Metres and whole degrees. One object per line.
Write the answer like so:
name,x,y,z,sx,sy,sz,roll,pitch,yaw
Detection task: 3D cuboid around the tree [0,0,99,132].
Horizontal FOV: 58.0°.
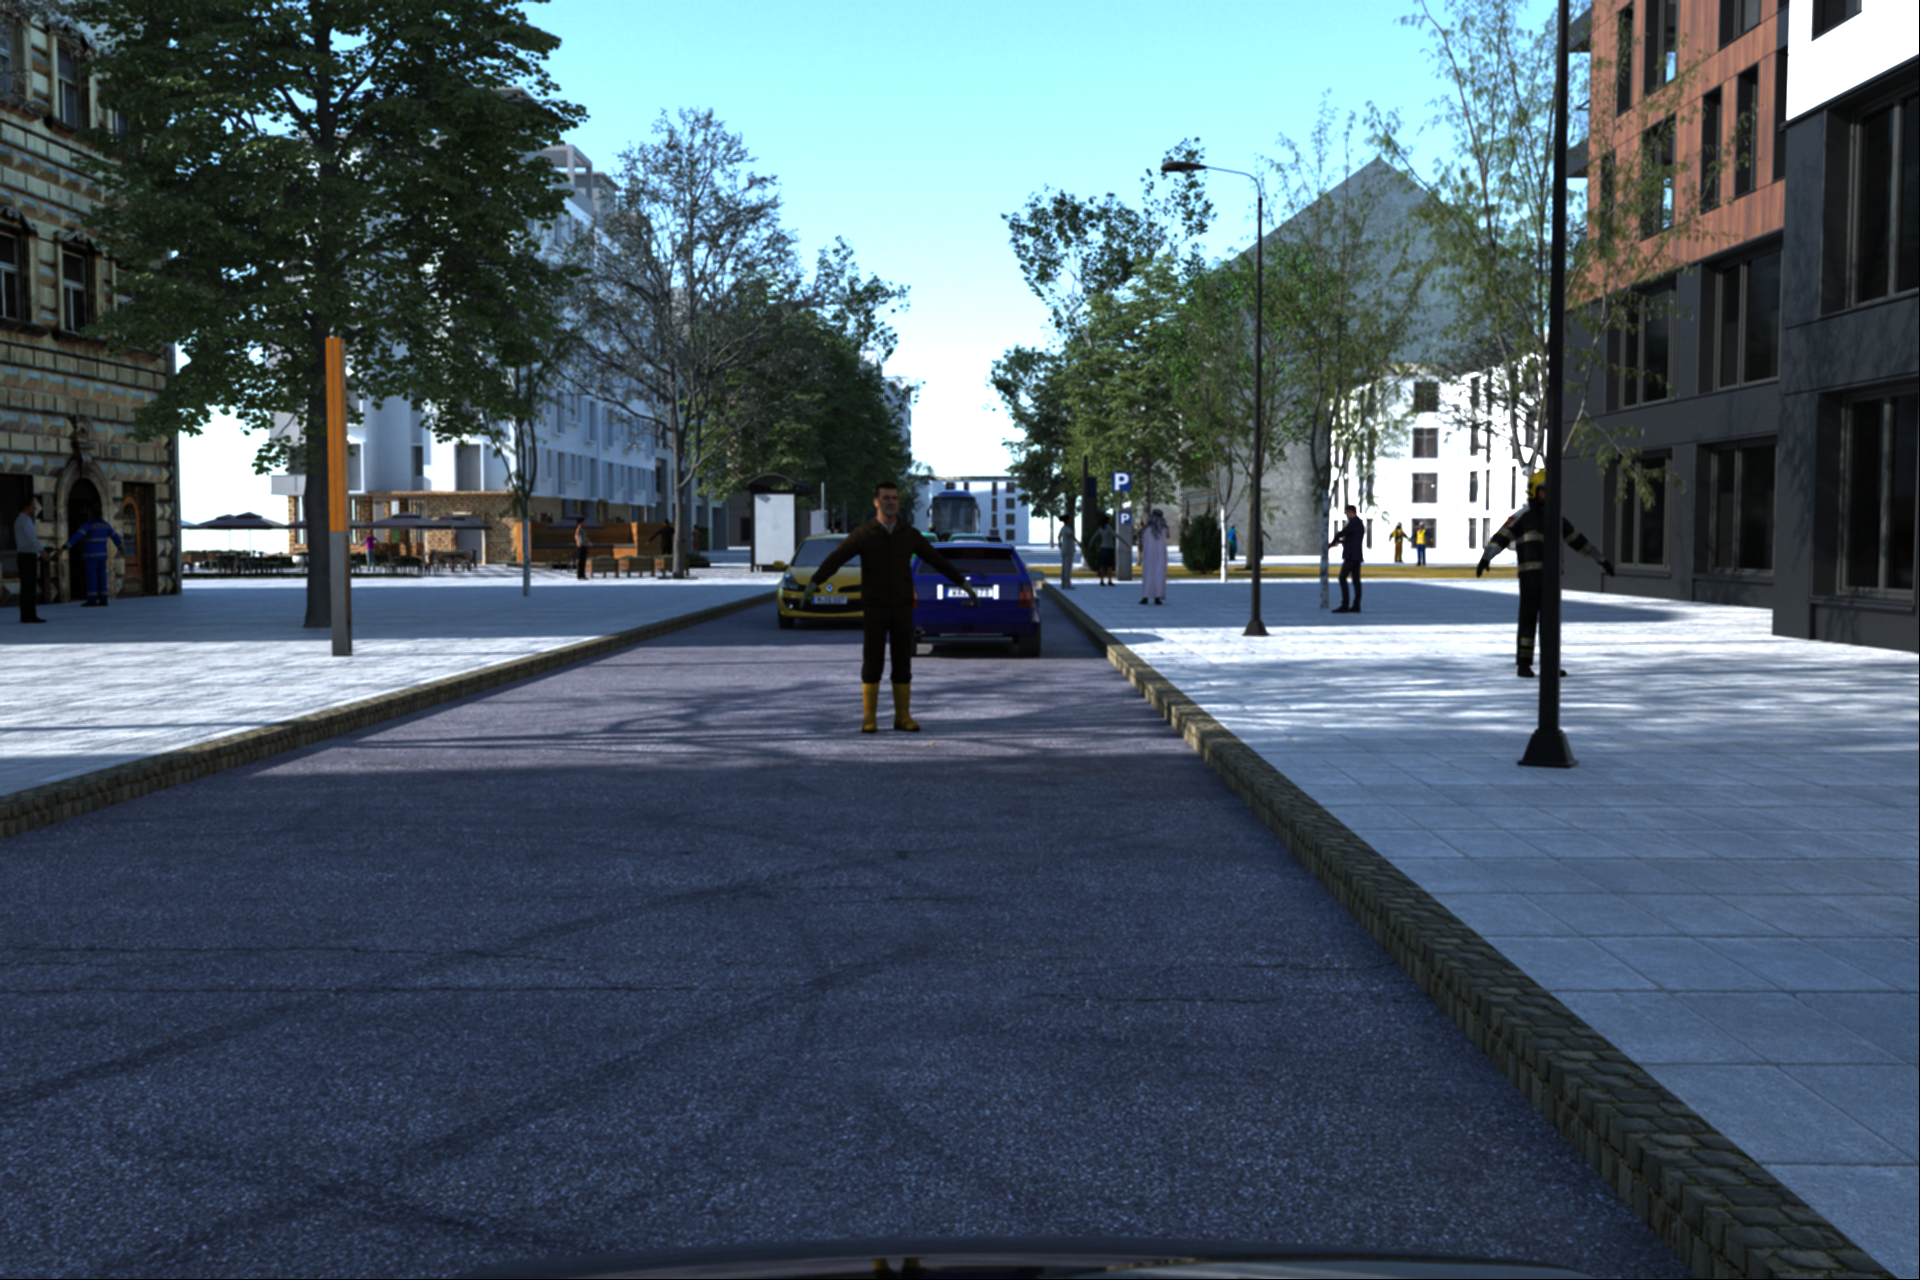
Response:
tree,-8.984,-6.105,10.186,12.009,13.543,11.850,0,3,0

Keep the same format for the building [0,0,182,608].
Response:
building,-25.850,-11.996,27.068,19.493,23.208,18.063,0,4,1

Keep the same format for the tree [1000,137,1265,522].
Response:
tree,8.627,-13.882,82.863,12.611,20.169,13.585,0,3,0

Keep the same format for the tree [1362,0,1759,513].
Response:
tree,6.567,-4.253,19.900,4.360,8.622,3.978,0,3,0

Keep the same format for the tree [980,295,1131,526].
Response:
tree,7.922,-17.345,139.477,12.611,20.169,13.585,0,3,0

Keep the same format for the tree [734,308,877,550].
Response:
tree,-7.736,-10.269,86.017,7.486,12.596,7.792,0,3,0

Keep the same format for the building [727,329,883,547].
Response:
building,-23.154,-21.115,189.202,27.936,21.610,32.646,0,4,1

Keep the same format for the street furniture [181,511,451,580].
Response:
street furniture,-29.757,-2.719,49.491,27.439,1.986,14.083,1,4,8

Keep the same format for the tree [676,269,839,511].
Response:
tree,-8.737,-9.538,74.066,7.486,12.596,7.792,0,3,0

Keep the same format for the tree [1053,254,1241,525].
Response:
tree,7.640,-9.302,70.221,7.486,12.596,7.792,0,3,0

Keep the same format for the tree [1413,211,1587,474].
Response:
tree,22.250,-9.440,64.721,12.009,13.543,11.850,0,3,0

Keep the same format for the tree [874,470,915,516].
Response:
tree,-6.181,-12.041,147.235,4.737,8.622,4.395,0,3,0

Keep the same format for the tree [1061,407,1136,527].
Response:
tree,7.696,-9.083,98.871,4.737,8.622,4.395,0,3,0

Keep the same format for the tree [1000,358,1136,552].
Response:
tree,7.795,-13.200,122.477,9.857,13.997,8.962,0,3,0

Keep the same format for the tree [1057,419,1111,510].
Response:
tree,8.233,-9.809,110.733,4.737,8.622,4.395,0,3,0

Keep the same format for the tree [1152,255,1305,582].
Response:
tree,7.086,-5.862,46.200,4.360,8.622,3.978,0,3,0

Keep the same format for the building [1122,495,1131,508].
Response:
building,25.417,-16.915,218.706,9.099,9.664,28.070,0,4,1

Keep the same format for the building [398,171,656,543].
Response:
building,-23.589,-14.399,91.845,16.016,20.090,11.380,0,4,1

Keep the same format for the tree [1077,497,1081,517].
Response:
tree,19.091,-18.036,245.247,4.360,8.622,3.978,0,3,0

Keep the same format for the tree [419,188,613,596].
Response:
tree,-8.789,-5.228,35.844,4.360,8.622,3.978,0,3,0

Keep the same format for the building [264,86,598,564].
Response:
building,-23.527,-13.350,74.687,16.016,20.090,11.380,0,4,1

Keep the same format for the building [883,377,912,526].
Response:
building,-20.725,-23.162,222.672,27.936,21.610,32.646,0,4,1

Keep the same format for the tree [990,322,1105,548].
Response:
tree,9.351,-18.188,153.269,12.611,20.169,13.585,0,3,0

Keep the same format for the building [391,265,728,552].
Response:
building,-27.650,-15.781,124.484,16.747,18.905,31.486,0,4,2

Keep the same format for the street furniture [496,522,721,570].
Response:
street furniture,-12.925,-3.708,67.478,9.812,1.723,11.010,-2,4,-30

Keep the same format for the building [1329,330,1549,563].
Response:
building,25.245,-8.749,85.186,9.099,9.664,28.070,0,4,1

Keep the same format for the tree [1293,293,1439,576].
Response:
tree,11.852,-6.308,53.497,4.360,8.622,3.978,0,3,0

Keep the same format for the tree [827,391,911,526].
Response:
tree,-7.159,-12.992,130.540,7.486,12.596,7.792,0,3,0

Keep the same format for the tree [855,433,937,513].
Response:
tree,-6.568,-13.543,155.842,8.767,10.594,7.601,-2,4,-25

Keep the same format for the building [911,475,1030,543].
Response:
building,-4.035,-18.448,246.231,28.070,9.664,9.099,0,4,4

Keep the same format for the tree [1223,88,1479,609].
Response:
tree,6.054,-4.847,29.616,4.360,8.622,3.978,0,3,0

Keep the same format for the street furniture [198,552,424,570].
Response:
street furniture,-24.512,-3.114,66.538,5.734,0.657,10.072,1,4,15

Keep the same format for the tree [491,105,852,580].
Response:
tree,-7.893,-8.482,49.044,12.009,13.543,11.850,0,3,0

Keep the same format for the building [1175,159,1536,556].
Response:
building,24.408,-17.093,110.400,19.493,23.208,18.063,0,4,1

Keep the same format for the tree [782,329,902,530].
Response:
tree,-6.894,-10.911,96.516,7.486,12.596,7.792,0,3,0

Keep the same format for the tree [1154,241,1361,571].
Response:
tree,10.444,-8.266,60.900,9.928,11.665,9.643,0,3,0

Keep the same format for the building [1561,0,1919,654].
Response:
building,24.225,-10.971,23.354,27.936,21.610,32.646,0,4,1

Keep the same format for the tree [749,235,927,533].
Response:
tree,-8.472,-15.711,112.761,12.611,20.169,13.585,0,3,0

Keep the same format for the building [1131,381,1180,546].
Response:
building,28.929,-22.066,191.714,19.493,23.208,18.063,0,4,1
